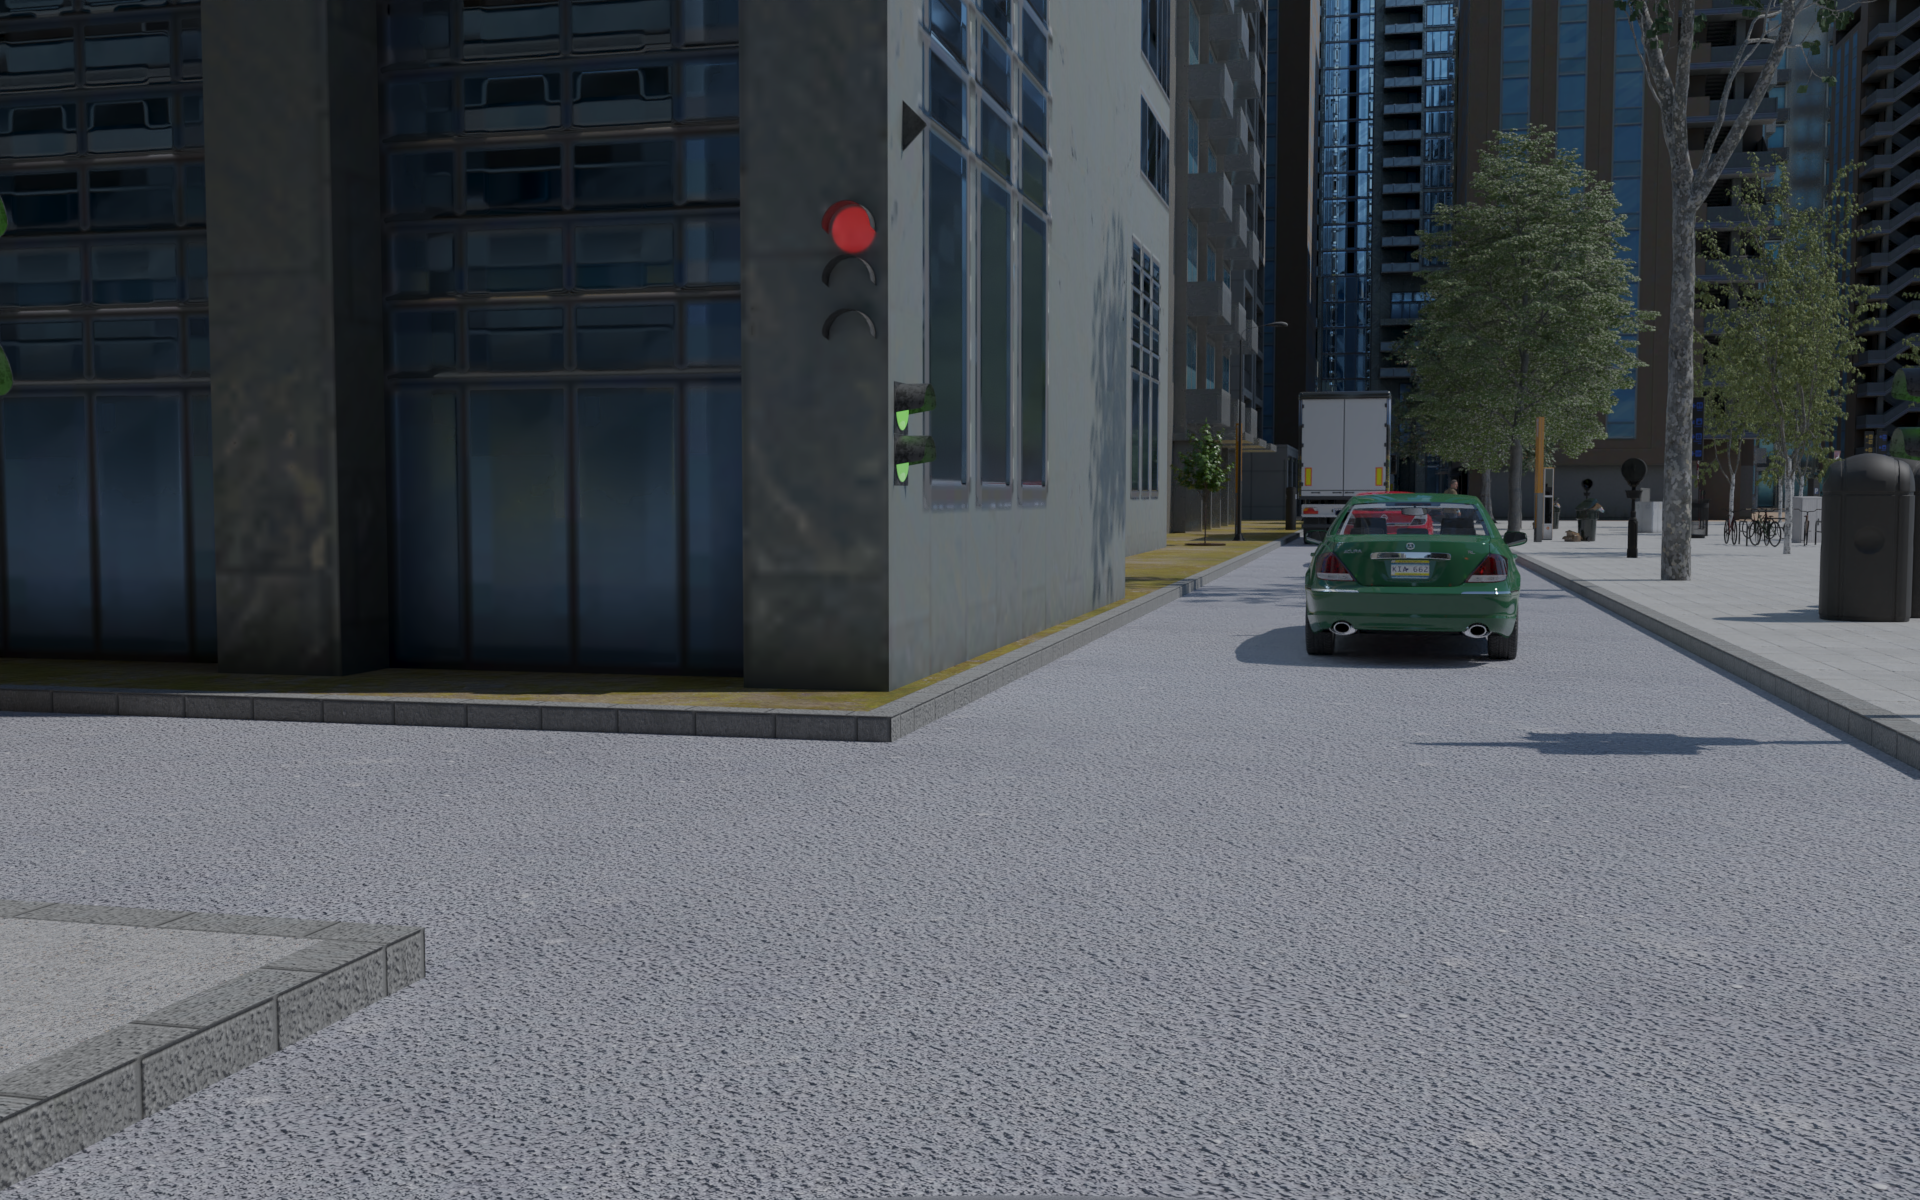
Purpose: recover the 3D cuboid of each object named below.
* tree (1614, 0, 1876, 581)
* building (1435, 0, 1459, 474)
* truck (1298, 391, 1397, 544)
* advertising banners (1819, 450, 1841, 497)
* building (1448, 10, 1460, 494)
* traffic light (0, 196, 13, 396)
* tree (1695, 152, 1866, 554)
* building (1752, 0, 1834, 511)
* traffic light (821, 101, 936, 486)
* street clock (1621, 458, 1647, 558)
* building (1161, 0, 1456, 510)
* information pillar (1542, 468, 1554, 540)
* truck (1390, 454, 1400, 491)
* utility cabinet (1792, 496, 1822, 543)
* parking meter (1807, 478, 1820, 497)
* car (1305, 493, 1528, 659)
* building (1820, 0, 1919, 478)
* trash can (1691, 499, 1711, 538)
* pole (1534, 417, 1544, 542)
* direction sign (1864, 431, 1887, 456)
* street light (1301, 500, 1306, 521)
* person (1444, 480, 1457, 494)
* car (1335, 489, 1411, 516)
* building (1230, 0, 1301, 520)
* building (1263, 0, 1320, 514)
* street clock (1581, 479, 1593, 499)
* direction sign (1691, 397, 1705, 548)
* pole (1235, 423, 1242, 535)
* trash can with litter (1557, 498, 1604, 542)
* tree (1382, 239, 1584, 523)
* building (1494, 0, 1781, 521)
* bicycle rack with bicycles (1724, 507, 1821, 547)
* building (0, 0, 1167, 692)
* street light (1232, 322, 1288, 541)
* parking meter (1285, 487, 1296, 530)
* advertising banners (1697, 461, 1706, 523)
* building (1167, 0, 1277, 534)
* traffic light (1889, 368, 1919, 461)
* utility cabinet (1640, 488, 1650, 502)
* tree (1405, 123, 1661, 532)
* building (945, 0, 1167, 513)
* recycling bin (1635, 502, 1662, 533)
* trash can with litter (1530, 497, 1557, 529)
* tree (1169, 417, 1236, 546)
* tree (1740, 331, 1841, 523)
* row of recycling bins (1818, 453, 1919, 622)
[{"bbox_3d":[11.638,-10.287,24.087,12.611,20.169,13.585,0,3,0],"label":"tree"},{"bbox_3d":[50.859,-31.727,138.349,23.786,49.044,30.456,1,4,14],"label":"building"},{"bbox_3d":[11.824,-3.901,52.690,2.839,4.237,11.283,1,4,14],"label":"truck"},{"bbox_3d":[34.532,-4.455,69.034,2.074,3.025,0.090,-2,4,-35],"label":"advertising banners"},{"bbox_3d":[36.770,-20.327,104.050,14.160,30.474,14.107,1,4,14],"label":"building"},{"bbox_3d":[-2.507,-0.903,3.685,0.839,4.253,0.868,1,4,14],"label":"traffic light"},{"bbox_3d":[17.510,-5.279,36.678,4.737,8.622,4.395,0,3,0],"label":"tree"},{"bbox_3d":[81.966,-33.432,166.227,30.456,49.044,23.786,1,4,14],"label":"building"},{"bbox_3d":[-0.603,-1.377,11.440,0.839,4.253,0.868,1,4,14],"label":"traffic light"},{"bbox_3d":[13.523,-1.848,34.784,0.471,2.002,0.358,2,4,29],"label":"street clock"},{"bbox_3d":[37.777,-52.751,175.152,31.000,86.520,22.319,1,4,14],"label":"building"},{"bbox_3d":[16.300,-2.674,48.205,0.304,2.012,0.304,-1,4,-12],"label":"information pillar"},{"bbox_3d":[30.738,-8.439,126.891,2.839,4.237,11.283,1,4,15],"label":"truck"},{"bbox_3d":[22.304,-2.100,45.492,1.020,1.237,0.306,-2,4,-30],"label":"utility cabinet"},{"bbox_3d":[31.791,-3.598,64.535,0.399,1.863,0.255,-2,4,-27],"label":"parking meter"},{"bbox_3d":[4.346,-0.294,16.600,2.131,1.459,4.920,1,4,15],"label":"car"},{"bbox_3d":[79.250,-29.929,139.455,14.200,45.320,14.600,1,4,14],"label":"building"},{"bbox_3d":[21.388,-2.361,50.260,0.748,1.137,0.748,0,3,0],"label":"trash can"},{"bbox_3d":[15.358,-3.186,45.941,0.158,3.312,0.155,0,3,0],"label":"pole"},{"bbox_3d":[33.111,-4.325,62.712,0.876,3.537,0.379,0,4,-8],"label":"direction sign"},{"bbox_3d":[16.706,-6.635,81.020,1.470,5.913,1.316,1,4,14],"label":"street light"},{"bbox_3d":[13.994,-2.504,49.346,0.656,1.842,0.836,3,4,38],"label":"person"},{"bbox_3d":[8.752,-1.617,35.470,2.155,1.783,4.494,1,4,15],"label":"car"},{"bbox_3d":[8.703,-40.225,95.933,20.563,71.187,20.611,1,4,14],"label":"building"},{"bbox_3d":[15.993,-28.301,112.826,14.600,45.320,14.200,1,4,14],"label":"building"},{"bbox_3d":[29.303,-4.673,80.969,0.471,2.002,0.358,0,4,4],"label":"street clock"},{"bbox_3d":[17.074,-2.985,40.799,0.379,3.537,0.876,-3,4,-38],"label":"direction sign"},{"bbox_3d":[8.036,-3.433,49.979,0.158,3.312,0.155,0,3,0],"label":"pole"},{"bbox_3d":[16.739,-2.152,46.566,1.055,1.170,0.624,-2,4,-31],"label":"trash can with litter"},{"bbox_3d":[22.962,-9.687,75.391,9.611,12.733,9.660,0,3,0],"label":"tree"},{"bbox_3d":[33.303,-26.898,89.899,14.600,45.320,14.200,1,4,14],"label":"building"},{"bbox_3d":[20.275,-1.810,42.982,2.852,0.926,2.925,1,4,20],"label":"bicycle rack with bicycles"},{"bbox_3d":[-7.609,-43.645,26.262,22.319,86.520,31.000,1,4,14],"label":"building"},{"bbox_3d":[8.147,-4.555,47.018,1.470,5.913,1.316,1,4,14],"label":"street light"},{"bbox_3d":[11.771,-3.254,61.611,0.372,1.533,0.369,0,3,0],"label":"parking meter"},{"bbox_3d":[27.125,-4.112,63.427,0.090,3.025,2.074,1,4,16],"label":"advertising banners"},{"bbox_3d":[-0.380,-27.268,65.437,23.786,49.044,30.456,1,4,14],"label":"building"},{"bbox_3d":[5.822,-1.282,9.885,0.839,4.253,0.868,1,4,14],"label":"traffic light"},{"bbox_3d":[24.383,-3.239,61.634,0.318,1.500,1.173,1,4,20],"label":"utility cabinet"},{"bbox_3d":[17.685,-8.289,53.659,7.486,12.596,7.792,0,3,0],"label":"tree"},{"bbox_3d":[16.689,-51.179,149.441,31.000,86.520,22.319,1,4,14],"label":"building"},{"bbox_3d":[22.806,-2.748,57.482,0.722,1.027,0.722,-3,5,-43],"label":"recycling bin"},{"bbox_3d":[21.323,-3.163,63.104,1.055,1.170,0.624,1,4,23],"label":"trash can with litter"},{"bbox_3d":[6.231,-2.974,43.228,1.663,3.219,1.824,0,3,0],"label":"tree"},{"bbox_3d":[36.847,-7.770,77.399,4.360,8.622,3.978,0,3,0],"label":"tree"},{"bbox_3d":[10.229,-0.701,18.581,1.069,1.692,3.534,3,5,45],"label":"row of recycling bins"}]
